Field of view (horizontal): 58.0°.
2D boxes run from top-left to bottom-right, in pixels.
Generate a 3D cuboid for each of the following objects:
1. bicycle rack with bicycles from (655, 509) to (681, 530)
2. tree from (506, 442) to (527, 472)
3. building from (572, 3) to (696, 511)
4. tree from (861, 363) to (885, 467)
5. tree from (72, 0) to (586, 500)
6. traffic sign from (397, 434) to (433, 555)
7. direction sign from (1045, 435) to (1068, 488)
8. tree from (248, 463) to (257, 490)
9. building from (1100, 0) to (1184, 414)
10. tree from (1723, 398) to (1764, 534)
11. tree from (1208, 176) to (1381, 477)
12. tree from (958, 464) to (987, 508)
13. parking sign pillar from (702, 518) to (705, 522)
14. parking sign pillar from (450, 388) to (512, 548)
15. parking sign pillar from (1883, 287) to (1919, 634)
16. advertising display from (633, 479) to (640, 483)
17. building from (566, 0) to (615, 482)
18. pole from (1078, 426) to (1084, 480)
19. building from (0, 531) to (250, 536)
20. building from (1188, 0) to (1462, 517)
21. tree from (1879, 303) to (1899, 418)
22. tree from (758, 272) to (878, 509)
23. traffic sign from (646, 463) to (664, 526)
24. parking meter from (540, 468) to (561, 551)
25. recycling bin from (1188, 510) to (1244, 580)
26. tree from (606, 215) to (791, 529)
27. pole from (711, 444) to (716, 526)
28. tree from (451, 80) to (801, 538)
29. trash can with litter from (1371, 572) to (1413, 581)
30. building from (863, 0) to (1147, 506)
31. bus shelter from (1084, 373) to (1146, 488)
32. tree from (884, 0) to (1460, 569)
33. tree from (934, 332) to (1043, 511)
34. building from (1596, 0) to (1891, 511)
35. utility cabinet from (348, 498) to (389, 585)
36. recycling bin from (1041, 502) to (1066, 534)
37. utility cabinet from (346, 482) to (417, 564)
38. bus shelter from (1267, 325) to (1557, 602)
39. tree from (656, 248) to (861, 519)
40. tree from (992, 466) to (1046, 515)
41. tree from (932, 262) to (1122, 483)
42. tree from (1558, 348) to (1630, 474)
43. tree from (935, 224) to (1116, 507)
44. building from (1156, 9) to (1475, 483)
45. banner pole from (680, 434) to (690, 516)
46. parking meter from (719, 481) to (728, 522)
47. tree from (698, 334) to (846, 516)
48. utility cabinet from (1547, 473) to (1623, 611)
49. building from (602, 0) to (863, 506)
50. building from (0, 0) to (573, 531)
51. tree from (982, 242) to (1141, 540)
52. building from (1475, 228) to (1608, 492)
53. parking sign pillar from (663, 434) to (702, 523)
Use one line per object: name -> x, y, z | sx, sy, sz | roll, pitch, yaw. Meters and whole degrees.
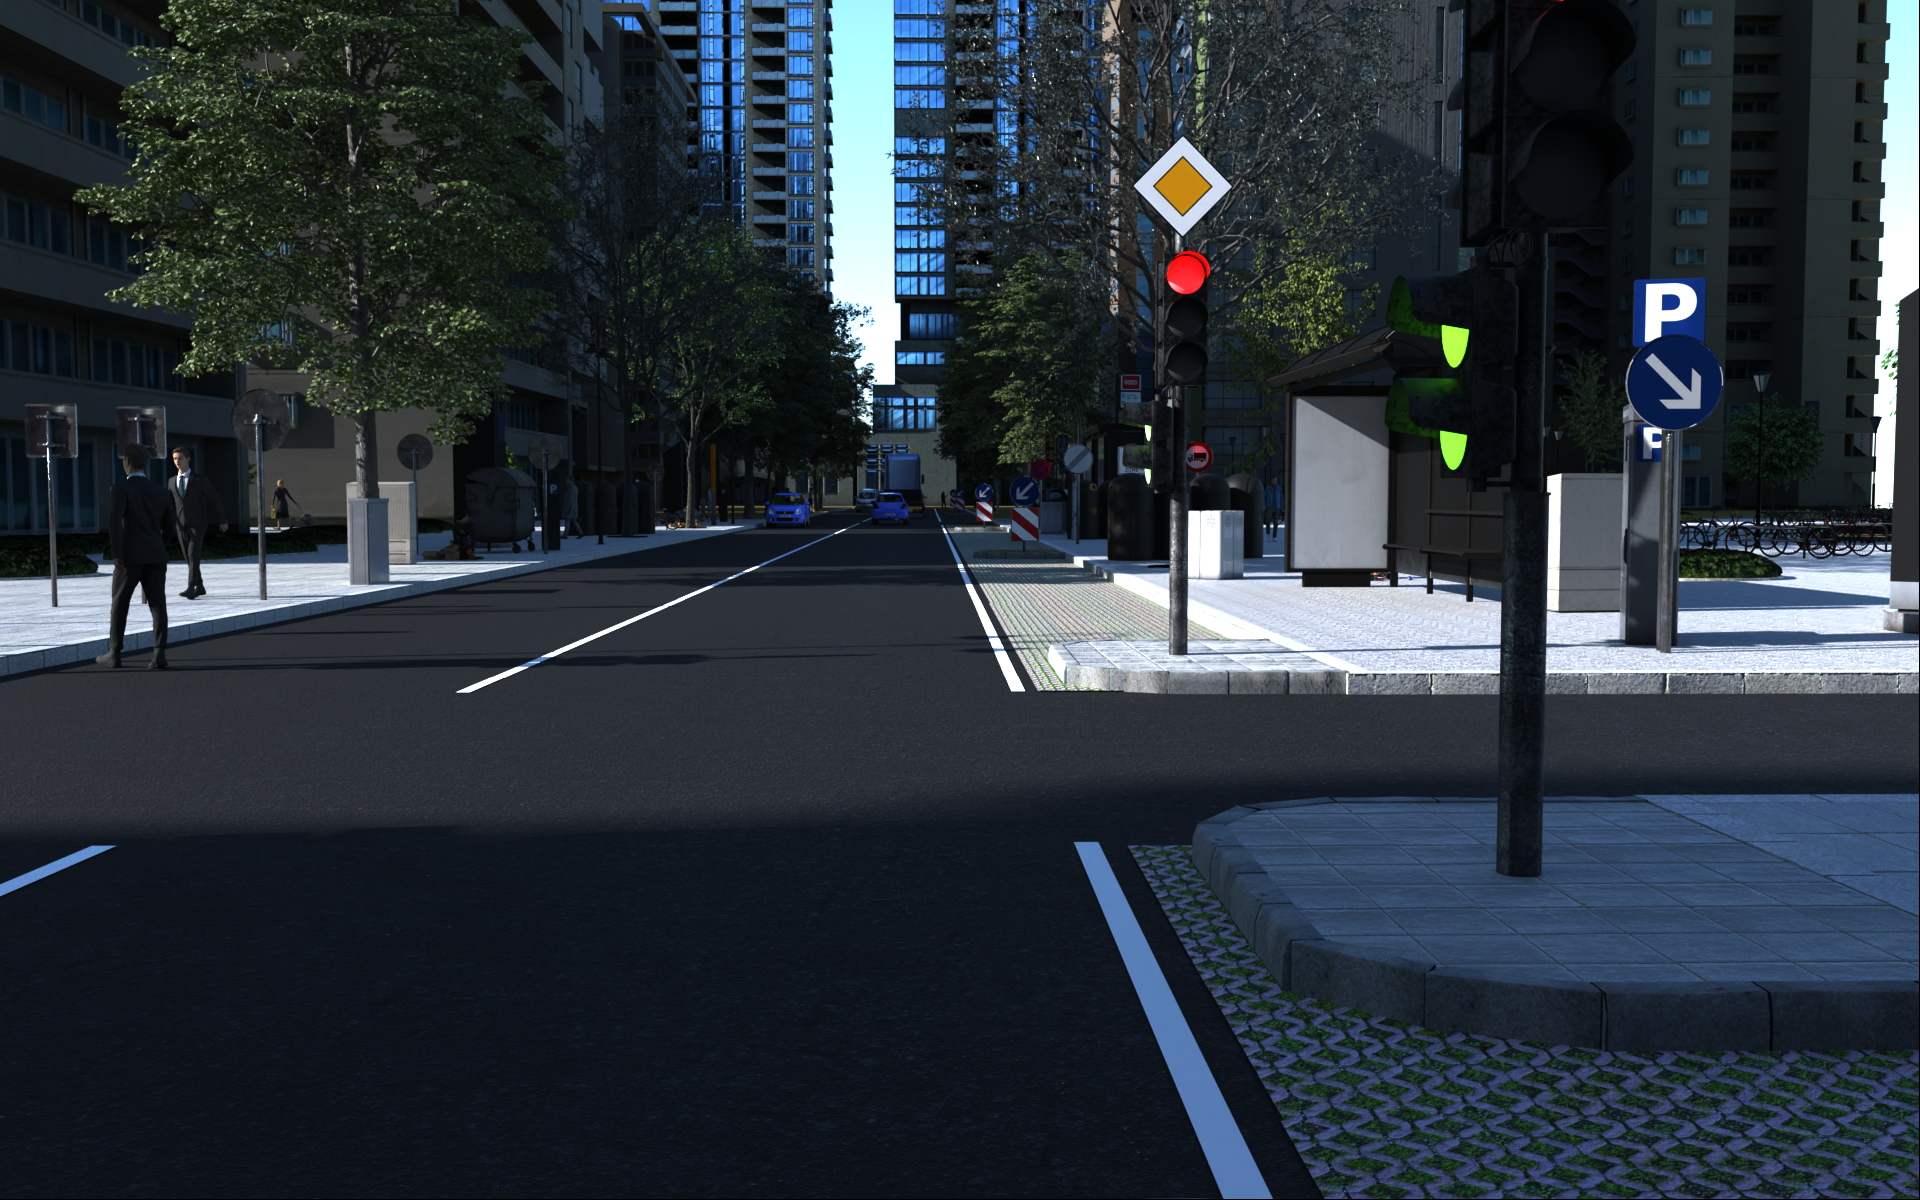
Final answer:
bicycle rack with bicycles -> -11.597, -2.932, 61.324 | 2.925, 0.926, 2.852 | 0, 4, 7
tree -> -16.920, -4.263, 64.299 | 1.663, 3.219, 1.824 | 0, 3, 0
building -> -34.082, -27.278, 137.874 | 23.993, 40.220, 32.217 | 0, 4, -1
tree -> -10.553, -13.408, 125.875 | 9.857, 13.997, 8.962 | 0, 3, 0
tree -> -9.792, -6.693, 27.553 | 7.486, 12.596, 7.792 | 0, 3, 0
traffic sign -> -11.498, -2.230, 36.560 | 0.768, 2.556, 0.104 | 0, 4, 1
direction sign -> 3.693, -4.540, 66.220 | 0.876, 3.537, 0.379 | -1, 4, -10
tree -> -24.052, -3.841, 57.402 | 1.663, 3.219, 1.824 | 0, 3, 0
building -> 19.546, -30.377, 146.768 | 14.600, 45.320, 14.200 | 0, 4, -1
tree -> 26.033, -4.390, 55.496 | 4.285, 4.588, 4.351 | 0, 3, 0
tree -> 7.558, -5.414, 38.881 | 4.737, 8.622, 4.395 | 0, 3, 0
tree -> 1.349, -10.962, 162.939 | 4.285, 4.588, 4.351 | 0, 3, 0
parking sign pillar -> -12.656, -5.644, 80.759 | 1.447, 3.967, 1.447 | 1, 4, 21
parking sign pillar -> -11.513, -3.244, 41.508 | 1.447, 3.967, 1.447 | 2, 4, 26
parking sign pillar -> 9.437, -1.687, 16.056 | 1.447, 3.967, 1.447 | 3, 5, 41
advertising display -> -13.478, -4.093, 72.137 | 0.123, 1.923, 0.974 | 0, 3, 0
building -> -36.480, -31.372, 102.169 | 28.713, 52.752, 27.495 | 0, 4, -1
pole -> 3.625, -3.577, 52.330 | 0.158, 3.312, 0.155 | 0, 3, 0
building -> -32.592, -25.575, 41.859 | 21.300, 48.544, 21.600 | 0, 4, -1
building -> 20.358, -25.544, 101.244 | 14.154, 41.232, 14.086 | 0, 4, -1
tree -> 13.800, -2.376, 22.560 | 4.285, 4.588, 4.351 | 0, 3, 0
tree -> -13.223, -18.044, 150.905 | 12.611, 20.169, 13.585 | 0, 3, 0
traffic sign -> -12.322, -4.276, 70.012 | 0.768, 2.556, 0.104 | 0, 4, 8
parking meter -> -9.332, -2.062, 39.431 | 0.399, 1.863, 0.255 | -3, 5, -44
recycling bin -> 3.828, -0.839, 26.268 | 0.722, 1.027, 0.722 | 3, 4, 38
tree -> -9.932, -8.476, 64.333 | 9.928, 11.665, 9.643 | 0, 3, 0
pole -> -10.062, -4.698, 70.656 | 0.158, 3.312, 0.155 | 0, 3, 0
tree -> -9.693, -8.594, 50.879 | 12.009, 13.543, 11.850 | 0, 3, 0
trash can with litter -> 5.939, -0.915, 26.019 | 1.678, 1.210, 2.233 | 2, 4, 25
building -> 4.411, -53.859, 193.264 | 31.000, 86.520, 22.319 | 0, 4, -1
bus shelter -> 5.039, -4.757, 55.411 | 2.179, 5.291, 8.768 | 0, 4, -1
tree -> 3.798, -7.307, 29.839 | 12.009, 13.543, 11.850 | 0, 3, 0
tree -> 2.380, -13.736, 131.241 | 9.857, 13.997, 8.962 | 0, 3, 0
building -> 63.365, -31.778, 143.269 | 21.600, 48.544, 21.300 | 0, 4, -1
utility cabinet -> -8.504, -0.841, 24.913 | 0.306, 1.237, 1.020 | 0, 4, -3
recycling bin -> 3.011, -2.650, 55.882 | 0.722, 1.027, 0.722 | 1, 4, 13
utility cabinet -> -10.521, -1.396, 31.504 | 1.173, 1.500, 0.318 | 0, 4, 5
bus shelter -> 5.313, -1.675, 21.314 | 2.014, 3.302, 5.546 | 0, 4, -1
tree -> -10.707, -11.124, 88.526 | 9.857, 13.997, 8.962 | 0, 3, 0
tree -> 3.097, -8.813, 94.462 | 4.737, 8.622, 4.395 | 0, 3, 0
tree -> 3.434, -10.134, 82.699 | 9.611, 12.733, 9.660 | 0, 3, 0
tree -> 31.804, -8.356, 86.987 | 4.737, 8.622, 4.395 | 0, 3, 0
tree -> 2.730, -9.455, 72.708 | 7.486, 12.596, 7.792 | 0, 3, 0
building -> 23.817, -49.538, 122.623 | 22.319, 86.520, 31.000 | 0, 4, -1
banner pole -> -11.430, -5.026, 72.195 | 0.863, 3.779, 0.401 | 2, 4, 34
parking meter -> -10.904, -4.544, 80.006 | 0.399, 1.863, 0.255 | -1, 4, -9
tree -> -11.043, -10.084, 99.278 | 8.767, 10.594, 7.601 | -1, 4, -23
utility cabinet -> 6.995, -0.624, 18.877 | 1.173, 1.500, 0.318 | -1, 4, -10
building -> -27.172, -53.794, 192.207 | 31.000, 86.520, 22.319 | 0, 4, -1
building -> -30.054, -27.639, 75.602 | 21.300, 48.544, 21.600 | 0, 4, -1
tree -> 2.942, -5.968, 47.937 | 4.360, 8.622, 3.978 | 0, 3, 0
building -> 45.388, -30.410, 147.310 | 14.200, 45.320, 14.600 | 0, 4, -1
parking sign pillar -> -12.530, -5.423, 77.139 | 1.447, 3.967, 1.447 | 0, 4, 8
